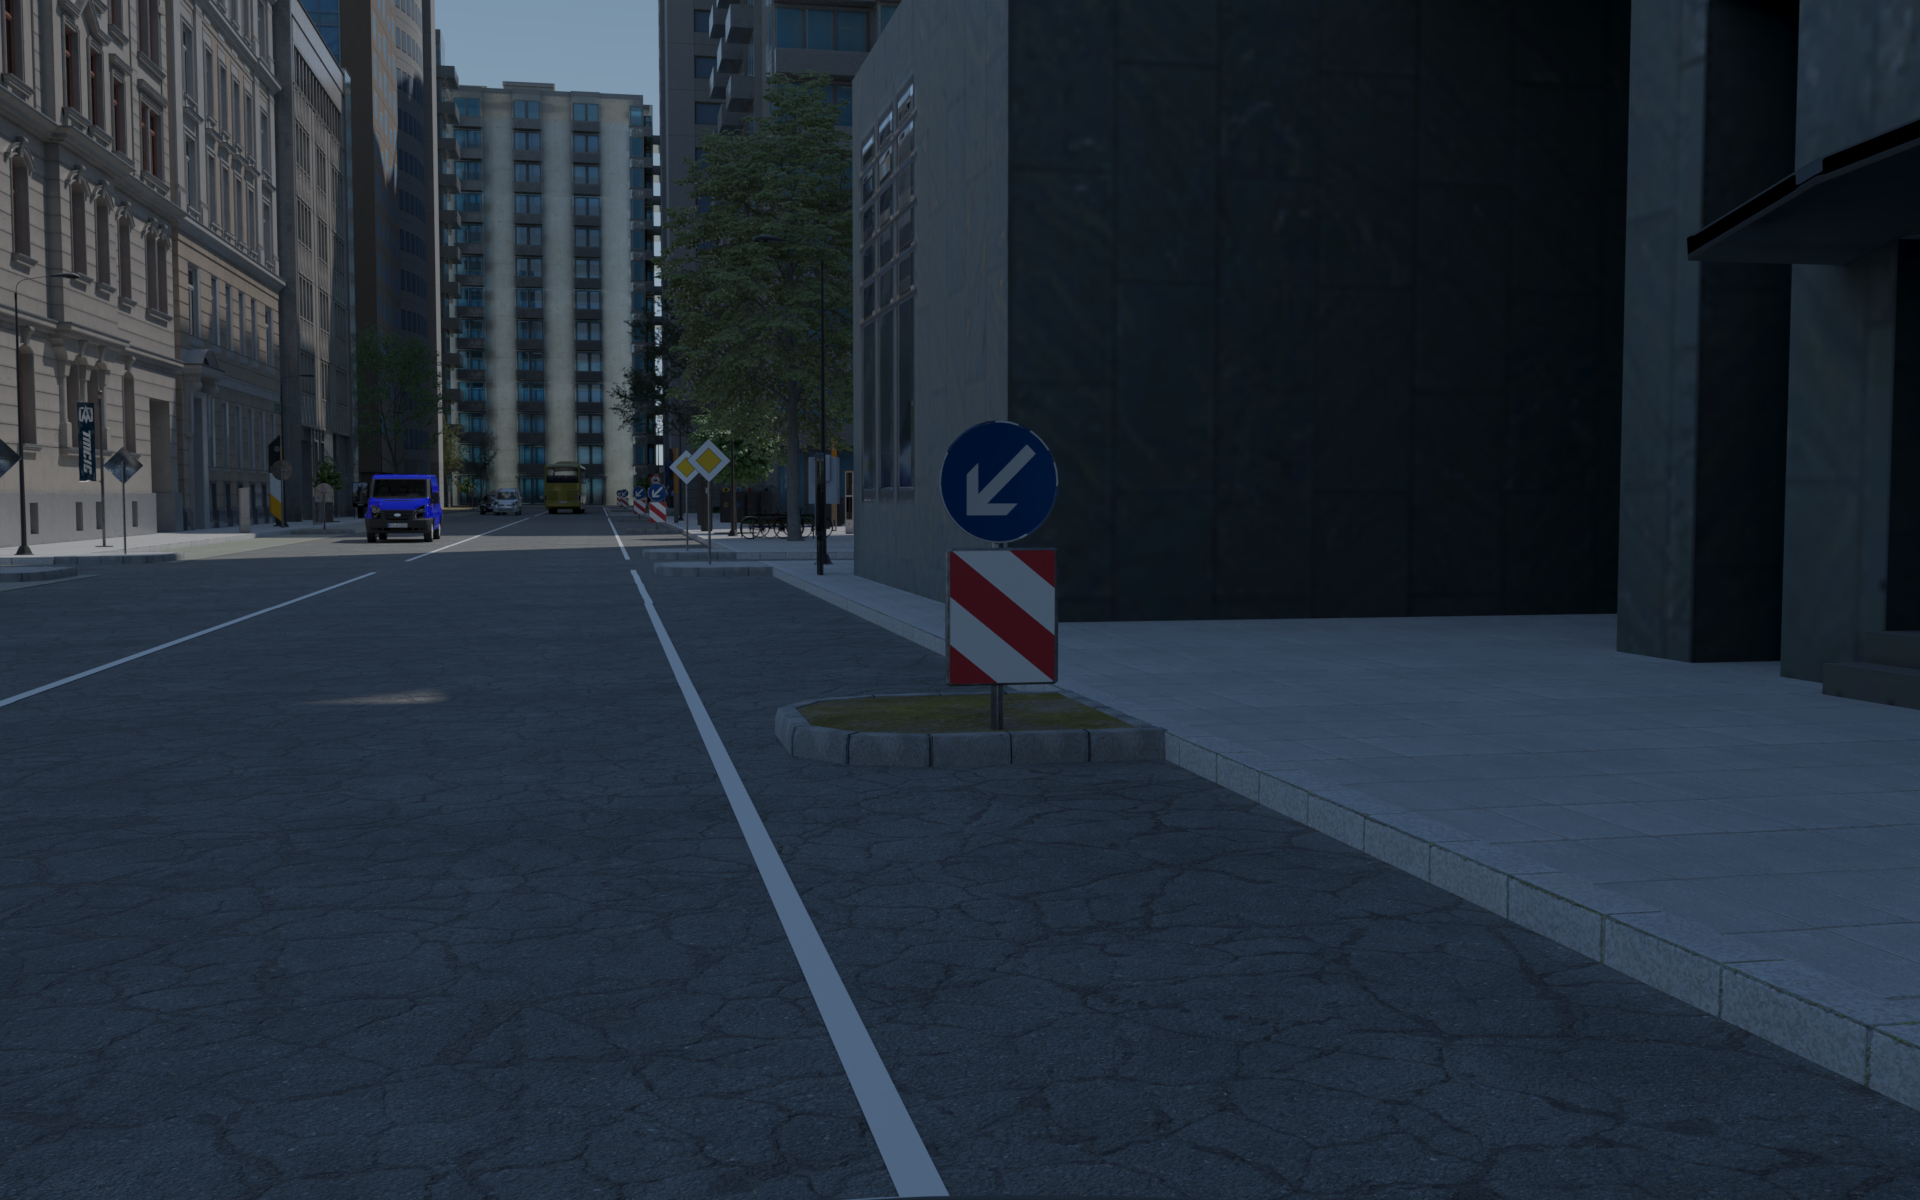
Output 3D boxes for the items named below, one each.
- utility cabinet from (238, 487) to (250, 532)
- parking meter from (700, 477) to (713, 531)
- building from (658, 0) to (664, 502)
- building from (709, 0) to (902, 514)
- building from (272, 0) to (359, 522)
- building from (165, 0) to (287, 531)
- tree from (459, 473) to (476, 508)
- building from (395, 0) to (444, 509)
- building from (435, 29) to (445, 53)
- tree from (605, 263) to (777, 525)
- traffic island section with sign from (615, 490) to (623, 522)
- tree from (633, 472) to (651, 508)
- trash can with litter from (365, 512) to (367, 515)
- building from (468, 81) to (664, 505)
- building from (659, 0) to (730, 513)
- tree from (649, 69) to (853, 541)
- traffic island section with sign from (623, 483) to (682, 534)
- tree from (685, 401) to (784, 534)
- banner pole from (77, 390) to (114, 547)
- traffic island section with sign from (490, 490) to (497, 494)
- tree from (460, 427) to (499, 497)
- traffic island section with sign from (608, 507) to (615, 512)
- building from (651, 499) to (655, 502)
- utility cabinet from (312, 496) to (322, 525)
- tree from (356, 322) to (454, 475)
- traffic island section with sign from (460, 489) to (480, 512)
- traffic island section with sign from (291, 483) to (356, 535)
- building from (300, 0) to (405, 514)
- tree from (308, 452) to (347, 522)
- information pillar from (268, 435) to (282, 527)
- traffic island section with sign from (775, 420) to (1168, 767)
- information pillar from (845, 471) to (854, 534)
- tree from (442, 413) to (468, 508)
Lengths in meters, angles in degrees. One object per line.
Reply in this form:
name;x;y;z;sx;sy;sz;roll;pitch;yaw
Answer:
utility cabinet;-23.838;-2.996;57.660;0.318;1.500;1.173;-2;4;-25
parking meter;-8.705;-3.292;59.538;0.399;1.863;0.255;-2;4;-32
building;-25.255;-47.059;207.663;20.611;71.187;20.563;-1;4;-12
building;-2.191;-29.146;96.141;23.786;49.044;30.456;-1;4;-12
building;-38.245;-16.484;87.531;12.078;24.808;19.932;-1;4;-12
building;-34.964;-17.232;67.650;13.634;28.700;20.117;-1;4;-12
tree;-45.985;-10.223;161.743;1.663;3.219;1.824;0;3;0
building;-52.667;-36.226;134.288;21.231;58.520;28.212;-1;4;-12
building;-64.226;-33.487;167.123;30.456;49.044;23.786;-1;4;-12
tree;-10.966;-8.340;70.777;7.601;10.594;8.767;-3;4;-37
traffic island section with sign;-16.745;-4.965;89.801;1.989;1.847;2.006;-1;4;-12
tree;-30.043;-10.269;162.502;1.663;3.219;1.824;0;3;0
trash can with litter;-37.001;-5.802;105.922;2.233;1.210;1.678;2;4;31
building;-50.475;-35.755;204.205;30.456;49.044;23.786;-1;4;-12
building;-11.872;-35.963;130.001;21.231;58.520;28.212;-1;4;-12
tree;-4.573;-7.856;46.579;7.486;12.596;7.792;0;3;0
traffic island section with sign;-11.214;-3.351;63.417;1.989;1.847;2.006;-1;4;-12
tree;-7.248;-4.441;56.330;4.285;4.588;4.351;0;3;0
banner pole;-20.845;-3.159;41.667;0.401;3.779;0.863;2;4;26
traffic island section with sign;-44.152;-9.516;164.212;1.989;1.847;2.006;-1;4;-12
tree;-51.490;-14.415;186.047;4.360;8.622;3.978;0;3;0
traffic island section with sign;-27.035;-7.970;138.940;1.989;1.847;2.006;-1;4;-12
building;-15.430;-29.728;177.933;32.217;40.220;23.993;-1;4;-12
utility cabinet;-26.839;-3.739;72.296;0.306;1.237;1.020;-2;4;-26
tree;-34.487;-10.995;105.517;9.928;11.665;9.643;0;3;0
traffic island section with sign;-38.457;-7.854;137.047;1.989;1.847;2.006;-1;4;-12
traffic island section with sign;-22.711;-3.255;61.852;1.989;1.847;2.006;-1;4;-12
building;-45.112;-28.407;114.566;14.600;45.320;14.200;-1;4;-12
tree;-28.875;-5.146;78.744;1.663;3.219;1.824;0;3;0
information pillar;-27.047;-4.714;68.432;0.183;3.616;0.504;3;5;40
traffic island section with sign;-0.045;-0.089;10.083;1.989;1.847;2.006;-1;4;-12
information pillar;-3.496;-3.133;55.713;0.304;2.012;0.304;2;4;24
tree;-45.987;-12.539;155.370;4.737;8.622;4.395;0;3;0
